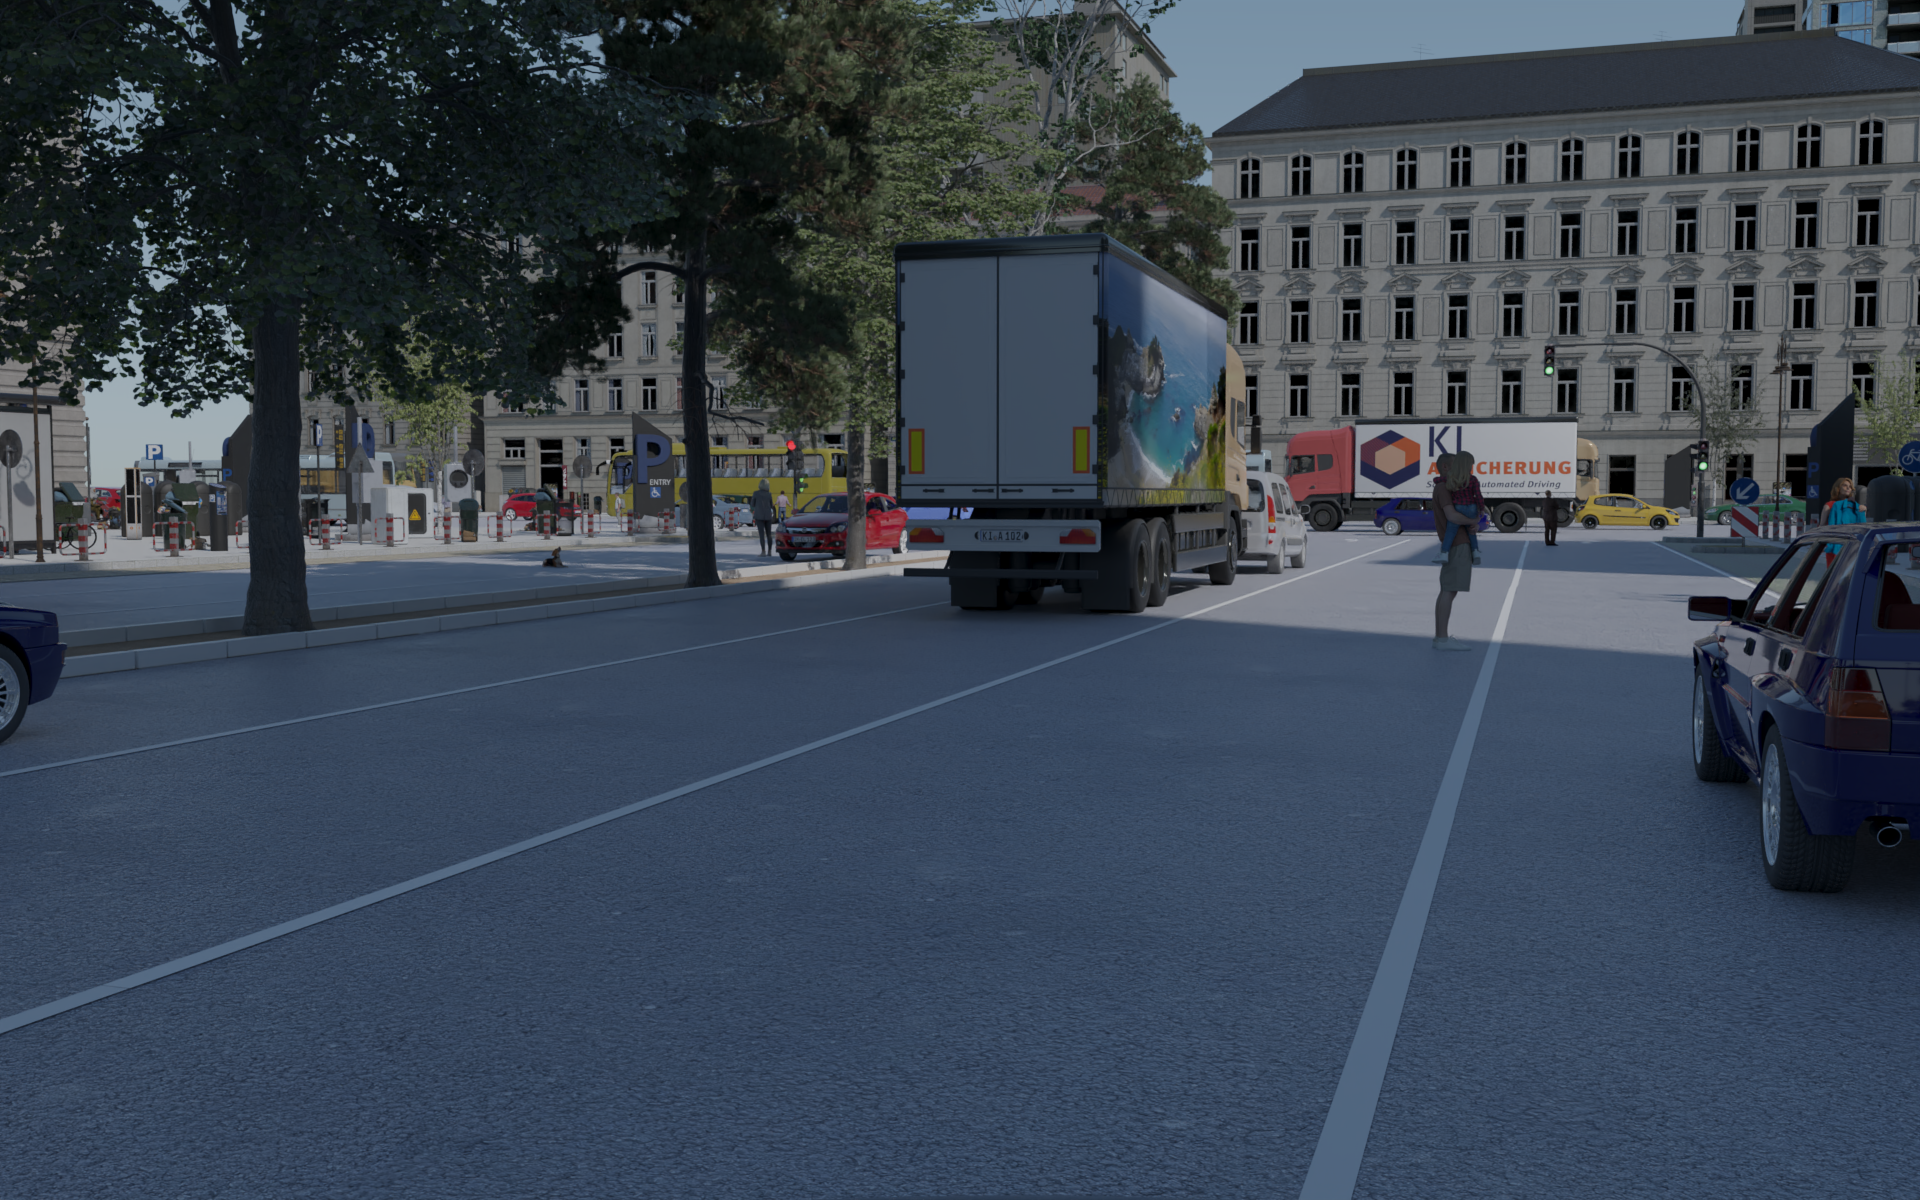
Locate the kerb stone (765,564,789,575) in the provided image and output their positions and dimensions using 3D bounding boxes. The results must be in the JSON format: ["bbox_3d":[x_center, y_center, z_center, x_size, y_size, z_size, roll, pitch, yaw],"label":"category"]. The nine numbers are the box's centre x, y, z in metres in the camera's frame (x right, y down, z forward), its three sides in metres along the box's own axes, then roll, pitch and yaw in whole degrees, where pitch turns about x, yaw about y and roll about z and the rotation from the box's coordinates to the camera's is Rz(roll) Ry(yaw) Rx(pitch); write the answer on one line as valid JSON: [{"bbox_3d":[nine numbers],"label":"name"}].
[{"bbox_3d":[-3.367,-0.534,30.942,0.120,0.150,1.000,1,4,18],"label":"kerb stone"}]

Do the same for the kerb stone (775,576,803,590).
[{"bbox_3d":[-2.689,-0.248,26.355,0.120,0.150,1.000,1,4,18],"label":"kerb stone"}]

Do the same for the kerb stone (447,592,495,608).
[{"bbox_3d":[-6.316,0.004,22.143,0.120,0.150,1.000,1,4,18],"label":"kerb stone"}]

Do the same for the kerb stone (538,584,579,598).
[{"bbox_3d":[-5.657,-0.116,24.090,0.120,0.150,1.000,1,4,18],"label":"kerb stone"}]

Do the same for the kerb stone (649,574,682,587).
[{"bbox_3d":[-4.674,-0.295,27.022,0.120,0.150,1.000,1,4,18],"label":"kerb stone"}]

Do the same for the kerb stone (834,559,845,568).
[{"bbox_3d":[-2.369,-0.712,33.877,0.120,0.150,1.000,1,4,18],"label":"kerb stone"}]

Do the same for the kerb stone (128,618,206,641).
[{"bbox_3d":[-7.959,0.303,17.259,0.120,0.150,1.000,1,4,18],"label":"kerb stone"}]

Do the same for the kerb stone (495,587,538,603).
[{"bbox_3d":[-5.993,-0.052,23.118,0.120,0.150,1.000,1,4,18],"label":"kerb stone"}]

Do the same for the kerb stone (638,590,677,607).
[{"bbox_3d":[-3.998,-0.016,22.453,0.120,0.150,1.000,1,4,18],"label":"kerb stone"}]

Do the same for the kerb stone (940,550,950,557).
[{"bbox_3d":[-0.394,-1.074,39.751,0.120,0.150,1.000,1,4,18],"label":"kerb stone"}]

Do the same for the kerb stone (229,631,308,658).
[{"bbox_3d":[-6.292,0.402,15.626,0.120,0.150,1.000,1,4,18],"label":"kerb stone"}]

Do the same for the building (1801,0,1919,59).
[{"bbox_3d":[89.022,-52.071,164.031,22.319,86.520,31.000,1,4,18],"label":"building"}]

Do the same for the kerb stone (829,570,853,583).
[{"bbox_3d":[-2.028,-0.371,28.311,0.120,0.150,1.000,1,4,18],"label":"kerb stone"}]

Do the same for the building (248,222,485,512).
[{"bbox_3d":[-42.146,-17.058,128.051,18.267,20.994,9.793,1,4,18],"label":"building"}]

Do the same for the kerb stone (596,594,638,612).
[{"bbox_3d":[-4.332,0.048,21.482,0.120,0.150,1.000,1,4,18],"label":"kerb stone"}]

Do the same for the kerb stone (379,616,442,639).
[{"bbox_3d":[-5.639,0.285,17.584,0.120,0.150,1.000,1,4,18],"label":"kerb stone"}]

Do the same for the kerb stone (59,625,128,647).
[{"bbox_3d":[-8.282,0.362,16.284,0.120,0.150,1.000,1,4,18],"label":"kerb stone"}]

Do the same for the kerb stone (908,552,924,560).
[{"bbox_3d":[-1.061,-0.953,37.798,0.120,0.150,1.000,1,4,18],"label":"kerb stone"}]

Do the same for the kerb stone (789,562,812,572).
[{"bbox_3d":[-3.029,-0.594,31.925,0.120,0.150,1.000,1,4,18],"label":"kerb stone"}]

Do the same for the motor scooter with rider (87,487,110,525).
[{"bbox_3d":[-36.978,-3.991,74.218,1.986,1.779,0.876,1,4,19],"label":"motor scooter with rider"}]

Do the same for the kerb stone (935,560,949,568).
[{"bbox_3d":[-0.394,-0.672,33.183,0.120,0.150,1.000,1,4,18],"label":"kerb stone"}]

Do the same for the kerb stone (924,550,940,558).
[{"bbox_3d":[-0.728,-1.012,38.772,0.120,0.150,1.000,1,4,18],"label":"kerb stone"}]

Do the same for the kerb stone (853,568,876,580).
[{"bbox_3d":[-1.701,-0.432,29.285,0.120,0.150,1.000,1,4,18],"label":"kerb stone"}]

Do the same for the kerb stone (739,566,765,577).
[{"bbox_3d":[-3.690,-0.474,29.965,0.120,0.150,1.000,1,4,18],"label":"kerb stone"}]

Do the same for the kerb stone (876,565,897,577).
[{"bbox_3d":[-1.379,-0.493,30.263,0.120,0.150,1.000,1,4,18],"label":"kerb stone"}]

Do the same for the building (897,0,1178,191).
[{"bbox_3d":[7.710,-36.961,193.556,27.495,52.752,28.713,1,4,18],"label":"building"}]

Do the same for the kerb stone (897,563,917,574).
[{"bbox_3d":[-1.047,-0.553,31.235,0.120,0.150,1.000,1,4,18],"label":"kerb stone"}]

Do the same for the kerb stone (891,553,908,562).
[{"bbox_3d":[-1.389,-0.892,36.818,0.120,0.150,1.000,1,4,18],"label":"kerb stone"}]

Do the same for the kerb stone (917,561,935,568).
[{"bbox_3d":[-0.726,-0.613,32.211,0.120,0.150,1.000,1,4,18],"label":"kerb stone"}]

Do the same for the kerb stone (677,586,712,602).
[{"bbox_3d":[-3.670,-0.076,23.430,0.120,0.150,1.000,1,4,18],"label":"kerb stone"}]

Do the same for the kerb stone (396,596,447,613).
[{"bbox_3d":[-6.650,0.063,21.161,0.120,0.150,1.000,1,4,18],"label":"kerb stone"}]

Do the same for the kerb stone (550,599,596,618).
[{"bbox_3d":[-4.658,0.104,20.508,0.120,0.150,1.000,1,4,18],"label":"kerb stone"}]

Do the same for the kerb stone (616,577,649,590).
[{"bbox_3d":[-5.009,-0.236,26.051,0.120,0.150,1.000,1,4,18],"label":"kerb stone"}]

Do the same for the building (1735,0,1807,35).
[{"bbox_3d":[121.333,-49.401,245.950,20.611,71.187,20.563,1,4,18],"label":"building"}]

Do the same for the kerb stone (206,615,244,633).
[{"bbox_3d":[-7.621,0.242,18.232,0.120,0.150,1.000,1,4,18],"label":"kerb stone"}]

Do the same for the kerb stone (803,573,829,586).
[{"bbox_3d":[-2.356,-0.314,27.326,0.120,0.150,1.000,1,4,18],"label":"kerb stone"}]

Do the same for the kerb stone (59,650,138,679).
[{"bbox_3d":[-6.950,0.523,13.679,0.120,0.150,1.000,1,4,18],"label":"kerb stone"}]

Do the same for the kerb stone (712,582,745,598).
[{"bbox_3d":[-3.338,-0.129,24.405,0.120,0.150,1.000,1,4,18],"label":"kerb stone"}]

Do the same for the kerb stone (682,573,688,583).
[{"bbox_3d":[-4.351,-0.354,28.010,0.120,0.150,1.000,1,4,18],"label":"kerb stone"}]

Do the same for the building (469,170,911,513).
[{"bbox_3d":[-17.471,-17.720,123.009,30.059,22.955,16.112,1,4,18],"label":"building"}]

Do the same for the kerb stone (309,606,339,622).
[{"bbox_3d":[-7.299,0.184,19.208,0.120,0.150,1.000,1,4,18],"label":"kerb stone"}]

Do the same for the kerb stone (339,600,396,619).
[{"bbox_3d":[-6.971,0.123,20.184,0.120,0.150,1.000,1,4,18],"label":"kerb stone"}]

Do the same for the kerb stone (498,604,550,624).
[{"bbox_3d":[-4.980,0.166,19.533,0.120,0.150,1.000,1,4,18],"label":"kerb stone"}]

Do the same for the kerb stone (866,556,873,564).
[{"bbox_3d":[-2.049,-0.775,34.859,0.120,0.150,1.000,1,4,18],"label":"kerb stone"}]

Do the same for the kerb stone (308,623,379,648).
[{"bbox_3d":[-5.965,0.348,16.603,0.120,0.150,1.000,1,4,18],"label":"kerb stone"}]

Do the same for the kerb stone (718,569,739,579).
[{"bbox_3d":[-4.011,-0.415,28.985,0.120,0.150,1.000,1,4,18],"label":"kerb stone"}]

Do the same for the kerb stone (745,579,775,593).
[{"bbox_3d":[-3.017,-0.195,25.381,0.120,0.150,1.000,1,4,18],"label":"kerb stone"}]

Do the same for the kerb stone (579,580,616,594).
[{"bbox_3d":[-5.329,-0.171,25.065,0.120,0.150,1.000,1,4,18],"label":"kerb stone"}]

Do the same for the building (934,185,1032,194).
[{"bbox_3d":[5.278,-24.100,165.740,14.160,30.474,14.107,1,4,18],"label":"building"}]

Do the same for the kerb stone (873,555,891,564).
[{"bbox_3d":[-1.715,-0.835,35.843,0.120,0.150,1.000,1,4,18],"label":"kerb stone"}]

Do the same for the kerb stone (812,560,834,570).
[{"bbox_3d":[-2.701,-0.651,32.905,0.120,0.150,1.000,1,4,18],"label":"kerb stone"}]

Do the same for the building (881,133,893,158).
[{"bbox_3d":[-9.648,-34.095,207.564,14.200,45.320,14.600,1,4,18],"label":"building"}]

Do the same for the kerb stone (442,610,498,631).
[{"bbox_3d":[-5.313,0.223,18.558,0.120,0.150,1.000,1,4,18],"label":"kerb stone"}]

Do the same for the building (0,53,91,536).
[{"bbox_3d":[-36.641,-13.540,50.250,19.941,23.489,11.050,1,4,18],"label":"building"}]

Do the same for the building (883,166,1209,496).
[{"bbox_3d":[6.251,-16.947,113.243,21.152,22.565,11.583,1,4,18],"label":"building"}]

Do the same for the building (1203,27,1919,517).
[{"bbox_3d":[37.879,-20.078,104.686,44.131,29.872,17.030,1,4,18],"label":"building"}]

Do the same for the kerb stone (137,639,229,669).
[{"bbox_3d":[-6.612,0.462,14.650,0.120,0.150,1.000,1,4,18],"label":"kerb stone"}]
